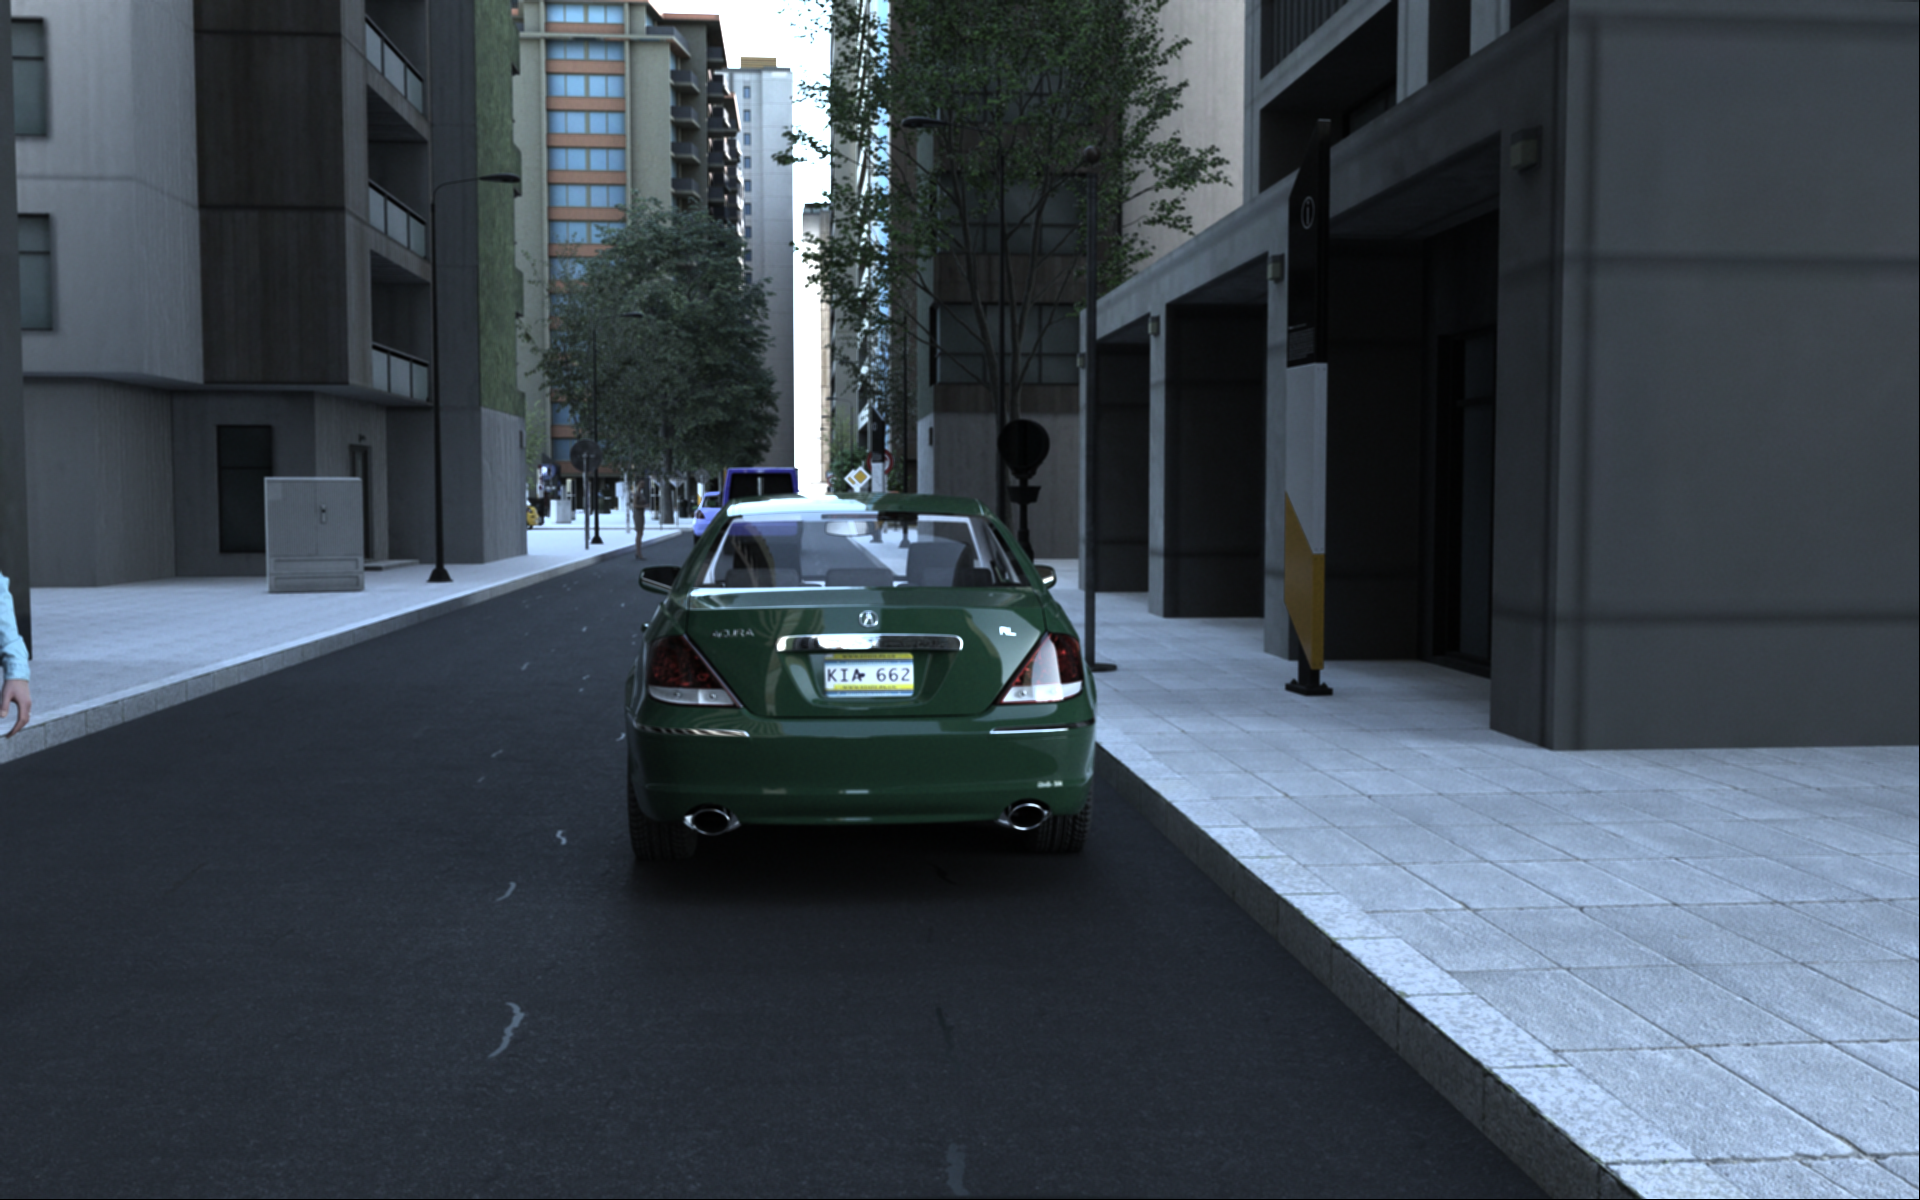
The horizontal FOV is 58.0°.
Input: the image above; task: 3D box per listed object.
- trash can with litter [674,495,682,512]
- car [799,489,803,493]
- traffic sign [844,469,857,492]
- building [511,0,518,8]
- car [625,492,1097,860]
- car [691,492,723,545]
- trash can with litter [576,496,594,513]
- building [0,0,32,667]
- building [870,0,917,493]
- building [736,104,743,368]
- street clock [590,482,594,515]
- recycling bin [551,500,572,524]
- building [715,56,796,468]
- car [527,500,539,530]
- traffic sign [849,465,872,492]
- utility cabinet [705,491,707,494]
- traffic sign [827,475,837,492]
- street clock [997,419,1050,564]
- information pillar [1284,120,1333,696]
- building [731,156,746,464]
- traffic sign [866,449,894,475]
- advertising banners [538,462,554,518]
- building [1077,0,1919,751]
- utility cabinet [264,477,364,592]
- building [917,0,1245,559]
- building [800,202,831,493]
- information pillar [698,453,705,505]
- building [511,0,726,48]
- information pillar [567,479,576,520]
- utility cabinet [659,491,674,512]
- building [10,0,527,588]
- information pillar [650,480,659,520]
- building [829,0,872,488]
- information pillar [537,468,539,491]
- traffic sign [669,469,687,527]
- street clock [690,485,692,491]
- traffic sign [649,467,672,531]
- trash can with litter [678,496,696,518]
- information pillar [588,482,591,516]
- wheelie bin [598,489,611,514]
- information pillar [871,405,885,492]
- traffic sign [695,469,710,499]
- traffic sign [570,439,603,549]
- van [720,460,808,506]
[{"bbox_3d":[-20.560,-7.110,127.312,1.678,1.210,2.233,-2,4,-26],"label":"trash can with litter"},{"bbox_3d":[-12.921,-7.718,134.864,2.281,1.827,5.304,0,4,-6],"label":"car"},{"bbox_3d":[-4.234,-3.991,68.893,0.795,2.450,0.064,0,4,-5],"label":"traffic sign"},{"bbox_3d":[-60.976,-48.598,232.828,20.611,71.187,20.563,0,4,-5],"label":"building"},{"bbox_3d":[-0.512,0.215,8.279,2.131,1.459,4.920,0,4,-5],"label":"car"},{"bbox_3d":[-6.680,-2.428,49.290,1.945,1.707,3.694,0,4,-6],"label":"car"},{"bbox_3d":[-25.376,-6.457,116.626,2.233,1.210,1.678,2,4,31],"label":"trash can with litter"},{"bbox_3d":[-16.825,-23.047,0.516,21.300,48.544,21.600,0,4,-5],"label":"building"},{"bbox_3d":[2.339,-27.131,93.699,14.600,45.320,14.200,0,4,-5],"label":"building"},{"bbox_3d":[-34.559,-32.426,184.797,22.147,44.769,28.867,0,4,-5],"label":"building"},{"bbox_3d":[-22.458,-6.166,105.391,0.358,2.002,0.471,0,4,-7],"label":"street clock"},{"bbox_3d":[-17.293,-3.824,75.077,0.722,1.027,0.722,-2,4,-31],"label":"recycling bin"},{"bbox_3d":[-36.596,-42.432,235.765,28.212,58.520,21.231,0,4,-5],"label":"building"},{"bbox_3d":[-17.870,-3.350,65.003,3.980,1.641,2.015,0,4,-4],"label":"car"},{"bbox_3d":[-3.500,-3.505,60.941,0.795,2.450,0.064,0,4,-5],"label":"traffic sign"},{"bbox_3d":[-18.304,-7.049,123.935,0.318,1.500,1.173,-1,4,-13],"label":"utility cabinet"},{"bbox_3d":[-8.596,-7.164,117.233,0.768,2.556,0.104,0,4,2],"label":"traffic sign"},{"bbox_3d":[0.618,-0.753,16.878,0.471,2.002,0.358,1,4,16],"label":"street clock"},{"bbox_3d":[2.236,-1.211,11.154,0.183,3.616,0.504,-1,4,-11],"label":"information pillar"},{"bbox_3d":[-32.966,-32.158,209.384,14.086,41.232,14.154,0,4,-5],"label":"building"},{"bbox_3d":[-2.216,-2.936,48.110,0.768,2.556,0.104,0,4,-1],"label":"traffic sign"},{"bbox_3d":[-24.988,-6.625,104.508,0.090,3.025,2.074,1,4,12],"label":"advertising banners"},{"bbox_3d":[12.705,-35.086,11.916,20.563,71.187,20.611,0,4,-5],"label":"building"},{"bbox_3d":[-8.437,-0.854,22.648,1.173,1.500,0.318,-2,4,-27],"label":"utility cabinet"},{"bbox_3d":[5.846,-16.442,40.526,14.160,30.474,14.107,0,4,-5],"label":"building"},{"bbox_3d":[-14.579,-33.771,235.750,14.086,41.232,14.154,0,4,-5],"label":"building"},{"bbox_3d":[-13.292,-5.975,89.041,0.504,3.616,0.183,3,5,42],"label":"information pillar"},{"bbox_3d":[-32.023,-30.651,155.775,22.147,44.769,28.867,0,4,-5],"label":"building"},{"bbox_3d":[-18.934,-4.884,84.341,0.304,2.012,0.304,2,4,30],"label":"information pillar"},{"bbox_3d":[-18.980,-6.294,111.579,0.318,1.500,1.173,3,5,39],"label":"utility cabinet"},{"bbox_3d":[-15.587,-21.079,28.237,14.154,41.232,14.086,0,4,-5],"label":"building"},{"bbox_3d":[-15.011,-4.938,85.220,0.304,2.012,0.304,3,4,37],"label":"information pillar"},{"bbox_3d":[-0.884,-32.591,156.571,21.300,48.544,21.600,0,4,-5],"label":"building"},{"bbox_3d":[-33.401,-8.952,137.724,0.504,3.616,0.183,2,4,35],"label":"information pillar"},{"bbox_3d":[-11.151,-3.953,68.277,0.795,2.450,0.064,0,4,-5],"label":"traffic sign"},{"bbox_3d":[-21.156,-7.980,135.042,0.471,2.002,0.358,-2,4,-28],"label":"street clock"},{"bbox_3d":[-10.417,-3.467,60.326,0.795,2.450,0.064,0,4,-5],"label":"traffic sign"},{"bbox_3d":[-16.268,-5.612,103.139,1.055,1.170,0.624,0,4,8],"label":"trash can with litter"},{"bbox_3d":[-21.976,-5.979,102.255,0.304,2.012,0.304,-1,4,-13],"label":"information pillar"},{"bbox_3d":[-22.785,-6.292,110.777,0.693,1.594,0.980,3,4,37],"label":"wheelie bin"},{"bbox_3d":[-2.165,-3.322,45.661,0.183,3.616,0.504,-3,5,-40],"label":"information pillar"},{"bbox_3d":[-13.034,-5.353,87.627,0.768,2.556,0.104,0,4,0],"label":"traffic sign"},{"bbox_3d":[-8.664,-2.449,40.149,0.768,2.556,0.104,0,4,3],"label":"traffic sign"},{"bbox_3d":[-4.858,-2.345,42.733,2.240,2.365,5.245,0,4,-6],"label":"van"}]
